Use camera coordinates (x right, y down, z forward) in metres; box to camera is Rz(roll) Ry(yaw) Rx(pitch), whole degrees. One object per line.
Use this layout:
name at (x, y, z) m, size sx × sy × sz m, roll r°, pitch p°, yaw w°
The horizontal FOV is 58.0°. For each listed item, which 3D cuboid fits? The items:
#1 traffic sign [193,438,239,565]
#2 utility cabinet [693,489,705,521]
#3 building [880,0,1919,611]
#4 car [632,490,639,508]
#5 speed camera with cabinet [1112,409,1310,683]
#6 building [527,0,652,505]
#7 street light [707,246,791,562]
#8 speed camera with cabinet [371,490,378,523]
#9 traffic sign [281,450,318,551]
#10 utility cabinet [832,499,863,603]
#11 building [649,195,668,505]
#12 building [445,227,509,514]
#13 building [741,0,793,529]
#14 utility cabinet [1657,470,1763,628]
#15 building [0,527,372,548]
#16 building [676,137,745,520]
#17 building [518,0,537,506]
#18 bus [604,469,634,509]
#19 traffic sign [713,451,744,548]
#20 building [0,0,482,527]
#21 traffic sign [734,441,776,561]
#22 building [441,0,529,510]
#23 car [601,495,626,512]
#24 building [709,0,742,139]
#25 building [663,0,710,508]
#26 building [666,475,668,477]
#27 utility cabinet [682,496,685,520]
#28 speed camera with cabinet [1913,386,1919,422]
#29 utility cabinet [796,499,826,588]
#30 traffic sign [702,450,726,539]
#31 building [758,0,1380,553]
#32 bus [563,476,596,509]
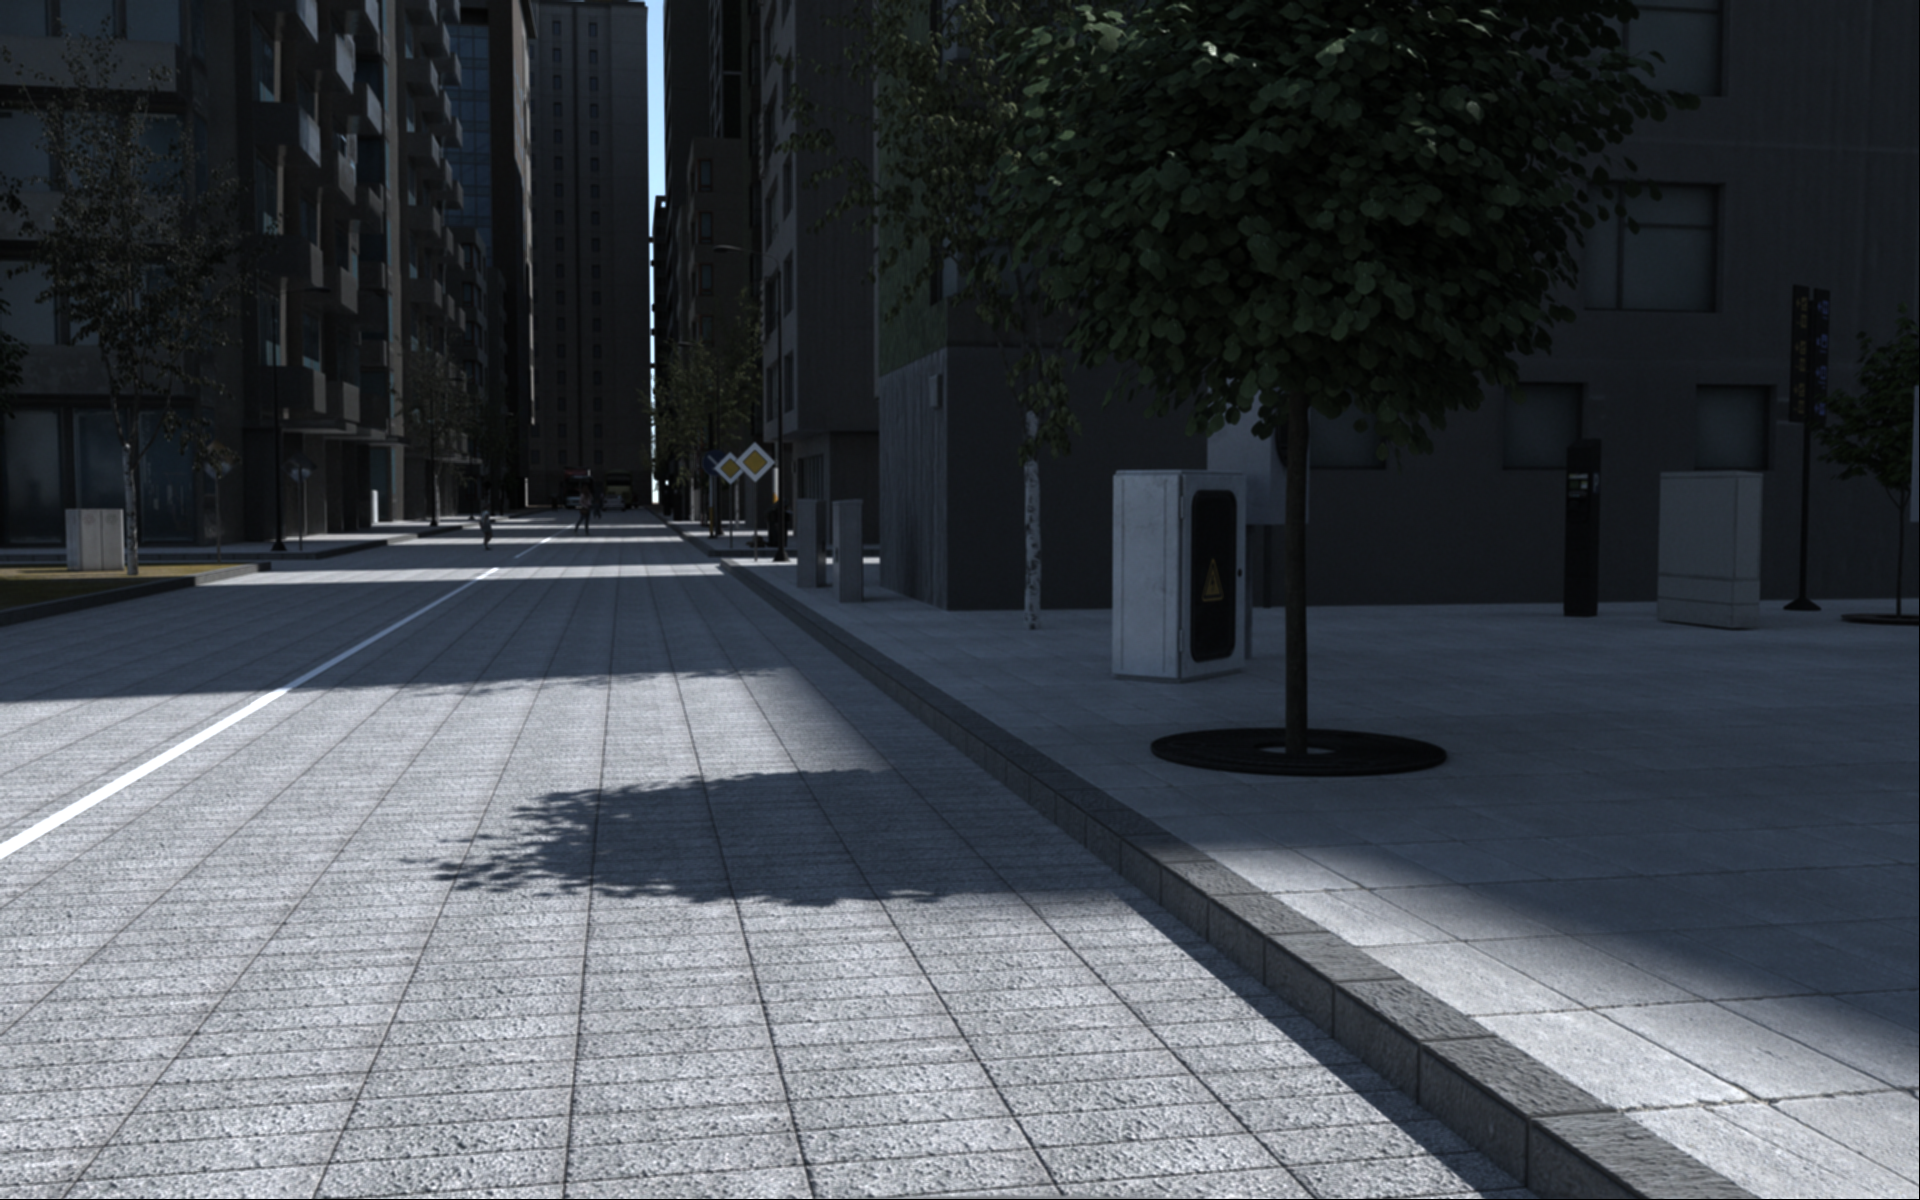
traffic sign at (-13.377, -1.687, 31.218) m, size 0.795 × 2.450 × 0.064 m, roll -1°, pitch 4°, yaw -11°
utility cabinet at (-12.275, -4.470, 81.766) m, size 0.318 × 1.500 × 1.173 m, roll 1°, pitch 4°, yaw 16°
building at (5.459, -20.927, 25.756) m, size 14.154 × 41.232 × 14.086 m, roll -1°, pitch 4°, yaw -11°
car at (-33.981, -10.301, 177.101) m, size 2.281 × 1.827 × 5.304 m, roll -1°, pitch 4°, yaw -12°
speed camera with cabinet at (1.868, -1.116, 12.578) m, size 0.660 × 3.252 × 2.038 m, roll 3°, pitch 4°, yaw 36°
building at (-51.001, -40.515, 204.425) m, size 28.212 × 58.520 × 21.231 m, roll -1°, pitch 4°, yaw -11°
street light at (-3.931, -3.677, 32.665) m, size 1.470 × 5.913 × 1.316 m, roll -1°, pitch 4°, yaw -11°
speed camera with cabinet at (-26.601, -4.984, 75.816) m, size 2.038 × 3.252 × 0.660 m, roll 0°, pitch 4°, yaw 2°
traffic sign at (-14.886, -2.166, 39.059) m, size 0.795 × 2.450 × 0.064 m, roll -1°, pitch 4°, yaw -11°
utility cabinet at (-1.368, -0.598, 20.940) m, size 0.306 × 1.237 × 1.020 m, roll -1°, pitch 4°, yaw -9°
building at (-26.037, -31.973, 214.631) m, size 23.993 × 40.220 × 32.217 m, roll -1°, pitch 4°, yaw -11°
building at (-47.652, -17.068, 124.107) m, size 27.650 × 21.520 × 28.899 m, roll -1°, pitch 4°, yaw -11°
building at (-1.961, -18.282, 70.608) m, size 14.160 × 30.474 × 14.107 m, roll -1°, pitch 4°, yaw -11°
utility cabinet at (7.283, -0.499, 16.836) m, size 0.318 × 1.500 × 1.173 m, roll -1°, pitch 4°, yaw -12°
building at (-29.965, -26.380, 50.916) m, size 23.786 × 49.044 × 30.456 m, roll -1°, pitch 4°, yaw -11°
building at (-2.037, -15.646, 100.854) m, size 27.650 × 21.520 × 28.899 m, roll -1°, pitch 4°, yaw -11°
building at (-55.848, -35.469, 169.152) m, size 27.495 × 52.752 × 28.713 m, roll -1°, pitch 4°, yaw -11°
bus at (-32.961, -10.749, 167.291) m, size 2.896 × 3.916 × 12.252 m, roll -1°, pitch 4°, yaw -11°
traffic sign at (-5.411, -2.276, 40.855) m, size 0.795 × 2.450 × 0.064 m, roll -1°, pitch 4°, yaw -11°
building at (-37.755, -28.679, 88.508) m, size 23.786 × 49.044 × 30.456 m, roll -1°, pitch 4°, yaw -11°
traffic sign at (-3.902, -1.796, 33.013) m, size 0.795 × 2.450 × 0.064 m, roll -1°, pitch 4°, yaw -11°
building at (-44.141, -30.337, 146.121) m, size 14.600 × 45.320 × 14.200 m, roll -1°, pitch 4°, yaw -11°
car at (-28.676, -8.022, 143.516) m, size 2.083 × 1.381 × 4.827 m, roll -1°, pitch 4°, yaw -12°
building at (-9.824, -42.135, 127.164) m, size 20.563 × 71.187 × 20.611 m, roll -1°, pitch 4°, yaw -11°
building at (-14.282, -32.124, 148.937) m, size 21.300 × 48.544 × 21.600 m, roll -1°, pitch 4°, yaw -11°
building at (-17.621, -33.954, 174.755) m, size 23.786 × 49.044 × 30.456 m, roll -1°, pitch 4°, yaw -11°
utility cabinet at (-14.049, -4.627, 86.816) m, size 0.306 × 1.237 × 1.020 m, roll -2°, pitch 4°, yaw -23°
speed camera with cabinet at (8.641, -1.178, 13.598) m, size 2.038 × 3.252 × 0.660 m, roll 2°, pitch 4°, yaw 29°
utility cabinet at (-2.055, -0.792, 24.116) m, size 0.306 × 1.237 × 1.020 m, roll 0°, pitch 4°, yaw 2°
traffic sign at (-7.005, -3.035, 49.720) m, size 0.768 × 2.556 × 0.104 m, roll 0°, pitch 4°, yaw -1°
building at (1.961, -22.233, 47.101) m, size 14.086 × 41.232 × 14.154 m, roll -1°, pitch 4°, yaw -11°
bus at (-36.680, -10.559, 167.506) m, size 2.948 × 3.499 × 13.247 m, roll -1°, pitch 4°, yaw -11°
